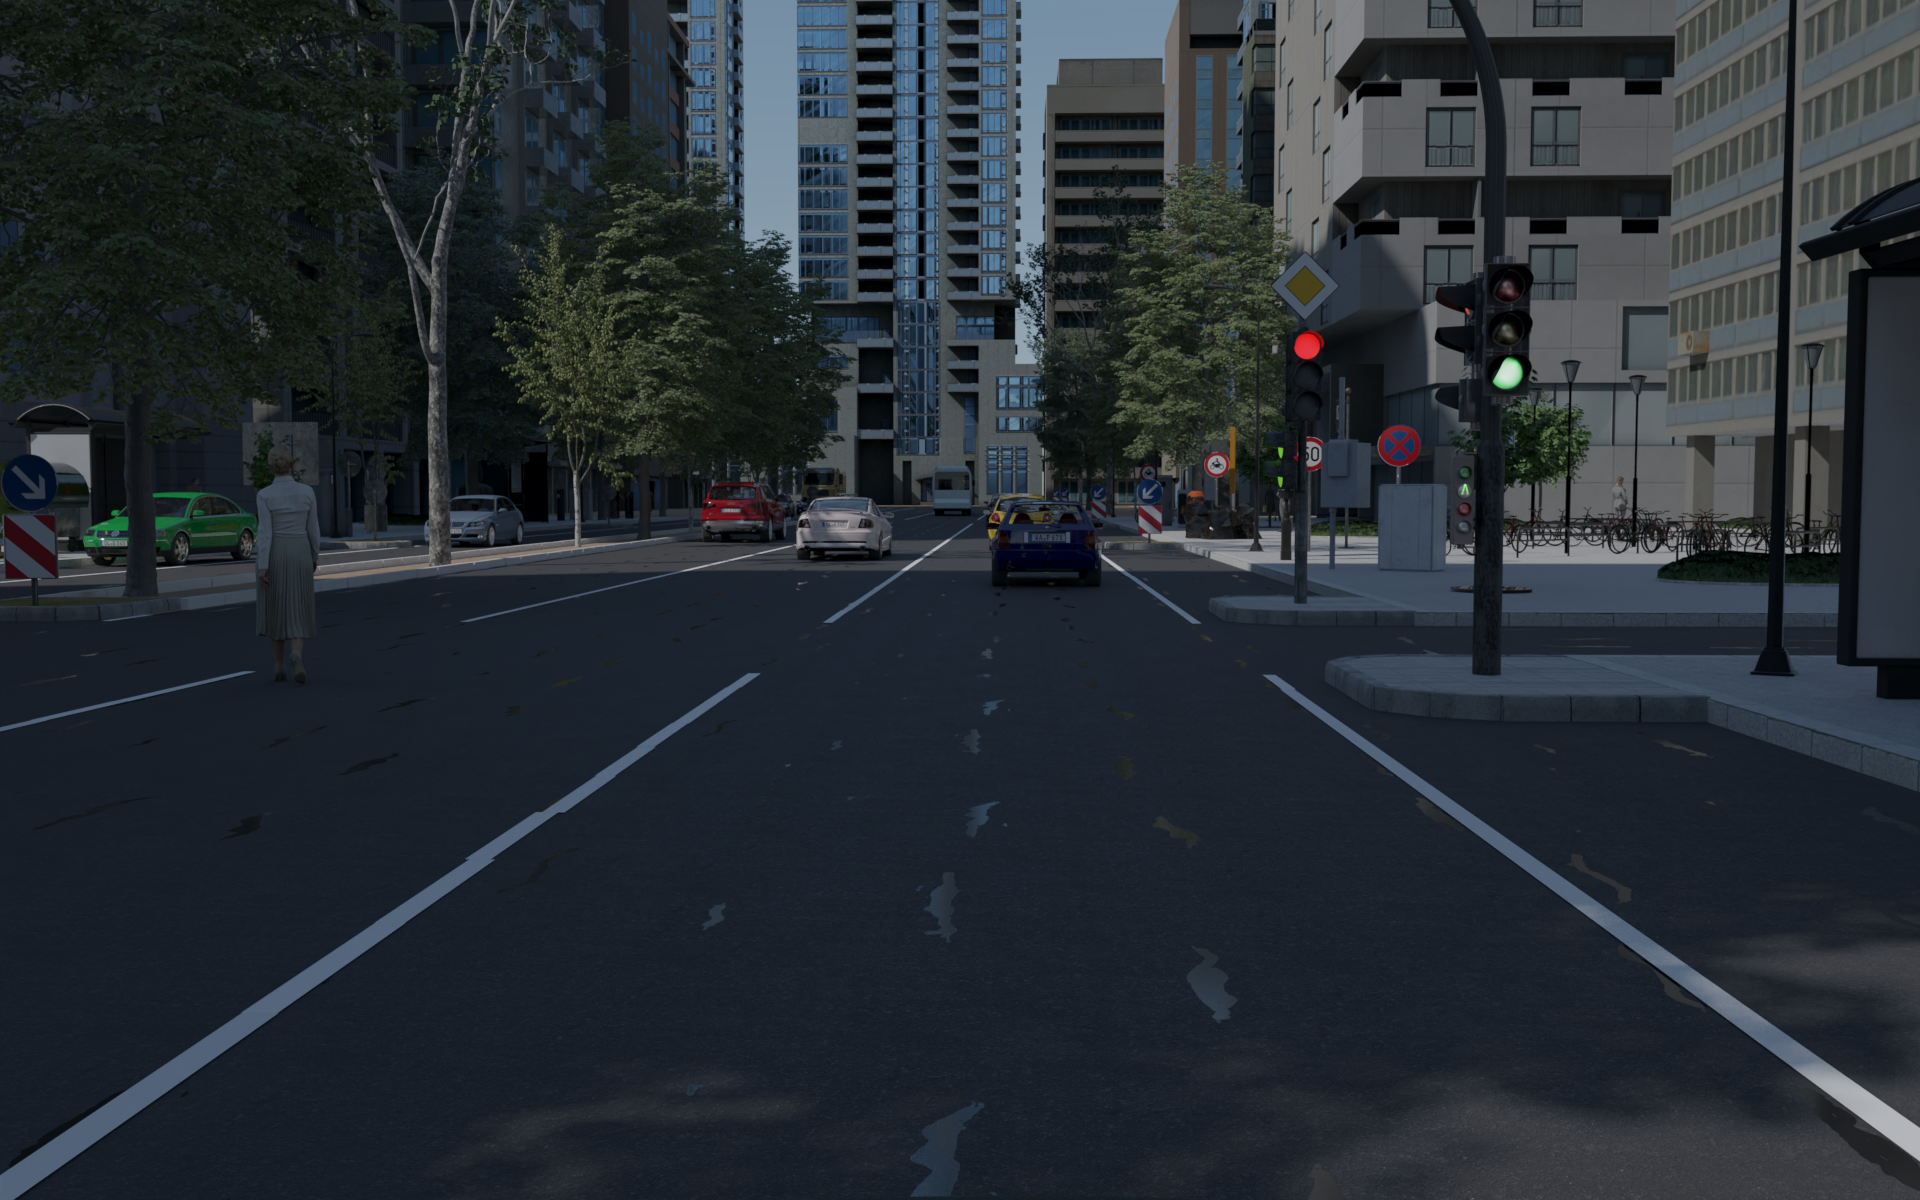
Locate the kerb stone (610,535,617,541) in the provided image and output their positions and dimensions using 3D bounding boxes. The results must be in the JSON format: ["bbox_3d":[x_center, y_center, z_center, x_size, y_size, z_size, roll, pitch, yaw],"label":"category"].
[{"bbox_3d":[-10.659,-1.861,52.619,0.120,0.150,1.000,0,4,2],"label":"kerb stone"}]

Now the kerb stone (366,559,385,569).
[{"bbox_3d":[-11.289,-0.669,33.138,0.120,0.150,1.000,0,4,2],"label":"kerb stone"}]

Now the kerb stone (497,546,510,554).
[{"bbox_3d":[-11.023,-1.172,41.353,0.120,0.150,1.000,0,4,2],"label":"kerb stone"}]

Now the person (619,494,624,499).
[{"bbox_3d":[-20.810,-5.986,103.919,1.348,1.823,0.705,-2,4,-29],"label":"person"}]

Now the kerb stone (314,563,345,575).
[{"bbox_3d":[-11.349,-0.542,31.093,0.120,0.150,1.000,0,4,2],"label":"kerb stone"}]

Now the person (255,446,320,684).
[{"bbox_3d":[-5.081,-0.268,13.101,0.478,1.798,0.641,-1,4,-23],"label":"person"}]

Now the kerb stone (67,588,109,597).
[{"bbox_3d":[-11.610,-0.043,22.902,0.120,0.150,1.000,0,4,2],"label":"kerb stone"}]

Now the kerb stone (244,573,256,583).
[{"bbox_3d":[-11.451,-0.356,28.020,0.120,0.150,1.000,0,4,2],"label":"kerb stone"}]

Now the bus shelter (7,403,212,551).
[{"bbox_3d":[-20.124,-2.903,41.383,2.014,3.302,5.546,0,4,2],"label":"bus shelter"}]

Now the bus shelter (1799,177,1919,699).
[{"bbox_3d":[6.240,-0.877,8.266,2.014,3.302,5.546,0,4,2],"label":"bus shelter"}]

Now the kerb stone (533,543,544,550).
[{"bbox_3d":[-10.924,-1.359,44.418,0.120,0.150,1.000,0,4,2],"label":"kerb stone"}]

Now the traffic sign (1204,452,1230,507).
[{"bbox_3d":[7.794,-3.210,52.592,0.768,2.556,0.104,1,4,8],"label":"traffic sign"}]

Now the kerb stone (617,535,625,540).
[{"bbox_3d":[-10.627,-1.921,53.641,0.120,0.150,1.000,0,4,2],"label":"kerb stone"}]

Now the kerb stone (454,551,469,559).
[{"bbox_3d":[-11.119,-0.982,38.270,0.120,0.150,1.000,0,4,2],"label":"kerb stone"}]

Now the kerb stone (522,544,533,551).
[{"bbox_3d":[-10.961,-1.297,43.397,0.120,0.150,1.000,0,4,2],"label":"kerb stone"}]

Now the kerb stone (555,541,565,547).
[{"bbox_3d":[-10.862,-1.480,46.479,0.120,0.150,1.000,0,4,2],"label":"kerb stone"}]

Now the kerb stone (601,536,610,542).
[{"bbox_3d":[-10.690,-1.798,51.597,0.120,0.150,1.000,0,4,2],"label":"kerb stone"}]

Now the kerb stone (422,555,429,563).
[{"bbox_3d":[-11.190,-0.854,36.225,0.120,0.150,1.000,0,4,2],"label":"kerb stone"}]

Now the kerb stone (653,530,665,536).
[{"bbox_3d":[-10.425,-2.299,59.793,0.120,0.150,1.000,0,4,2],"label":"kerb stone"}]

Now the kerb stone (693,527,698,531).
[{"bbox_3d":[-10.225,-2.676,65.956,0.120,0.150,1.000,0,4,2],"label":"kerb stone"}]

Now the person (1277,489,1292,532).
[{"bbox_3d":[10.875,-3.198,58.138,0.447,1.846,0.655,-2,4,-28],"label":"person"}]

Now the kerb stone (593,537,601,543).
[{"bbox_3d":[-10.723,-1.736,50.572,0.120,0.150,1.000,0,4,2],"label":"kerb stone"}]

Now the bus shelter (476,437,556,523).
[{"bbox_3d":[-18.877,-5.051,73.862,1.731,3.624,6.357,0,4,2],"label":"bus shelter"}]

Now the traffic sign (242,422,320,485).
[{"bbox_3d":[-19.221,-3.372,49.004,2.265,3.308,0.079,0,4,7],"label":"traffic sign"}]

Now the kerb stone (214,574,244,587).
[{"bbox_3d":[-11.479,-0.292,26.998,0.120,0.150,1.000,0,4,2],"label":"kerb stone"}]

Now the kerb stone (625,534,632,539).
[{"bbox_3d":[-10.588,-1.983,54.663,0.120,0.150,1.000,0,4,2],"label":"kerb stone"}]

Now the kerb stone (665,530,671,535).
[{"bbox_3d":[-10.396,-2.363,60.826,0.120,0.150,1.000,0,4,2],"label":"kerb stone"}]

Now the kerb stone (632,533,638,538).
[{"bbox_3d":[-10.562,-2.045,55.685,0.120,0.150,1.000,0,4,2],"label":"kerb stone"}]

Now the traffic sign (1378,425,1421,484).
[{"bbox_3d":[8.064,-1.942,31.860,0.768,2.556,0.104,1,4,11],"label":"traffic sign"}]

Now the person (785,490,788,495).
[{"bbox_3d":[-16.366,-9.576,163.522,0.530,1.710,0.541,2,4,32],"label":"person"}]

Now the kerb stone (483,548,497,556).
[{"bbox_3d":[-11.052,-1.106,40.325,0.120,0.150,1.000,0,4,2],"label":"kerb stone"}]

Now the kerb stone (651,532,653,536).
[{"bbox_3d":[-10.491,-2.165,57.747,0.120,0.150,1.000,0,4,2],"label":"kerb stone"}]

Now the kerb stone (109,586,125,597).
[{"bbox_3d":[-11.575,-0.106,23.932,0.120,0.150,1.000,0,4,2],"label":"kerb stone"}]

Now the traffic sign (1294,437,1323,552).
[{"bbox_3d":[7.787,-2.355,38.608,0.768,2.556,0.104,0,4,7],"label":"traffic sign"}]

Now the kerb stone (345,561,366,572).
[{"bbox_3d":[-11.318,-0.607,32.115,0.120,0.150,1.000,0,4,2],"label":"kerb stone"}]

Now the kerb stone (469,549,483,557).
[{"bbox_3d":[-11.089,-1.046,39.303,0.120,0.150,1.000,0,4,2],"label":"kerb stone"}]

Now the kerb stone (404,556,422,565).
[{"bbox_3d":[-11.216,-0.794,35.193,0.120,0.150,1.000,0,4,2],"label":"kerb stone"}]

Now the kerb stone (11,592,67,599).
[{"bbox_3d":[-11.644,0.025,21.881,0.120,0.150,1.000,0,4,2],"label":"kerb stone"}]

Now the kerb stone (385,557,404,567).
[{"bbox_3d":[-11.249,-0.732,34.164,0.120,0.150,1.000,0,4,2],"label":"kerb stone"}]

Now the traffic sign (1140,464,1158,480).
[{"bbox_3d":[7.953,-4.461,73.045,0.768,2.556,0.104,0,4,3],"label":"traffic sign"}]

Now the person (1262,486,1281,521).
[{"bbox_3d":[14.819,-4.605,81.556,0.699,1.804,1.509,-1,4,-14],"label":"person"}]

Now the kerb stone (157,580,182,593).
[{"bbox_3d":[-11.543,-0.169,24.954,0.120,0.150,1.000,0,4,2],"label":"kerb stone"}]

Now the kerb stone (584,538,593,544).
[{"bbox_3d":[-10.754,-1.669,49.545,0.120,0.150,1.000,0,4,2],"label":"kerb stone"}]

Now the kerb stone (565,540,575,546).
[{"bbox_3d":[-10.824,-1.548,47.500,0.120,0.150,1.000,0,4,2],"label":"kerb stone"}]

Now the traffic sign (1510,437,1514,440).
[{"bbox_3d":[8.339,-1.527,27.089,0.606,2.300,0.079,0,4,5],"label":"traffic sign"}]

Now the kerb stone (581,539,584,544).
[{"bbox_3d":[-10.791,-1.610,48.522,0.120,0.150,1.000,0,4,2],"label":"kerb stone"}]

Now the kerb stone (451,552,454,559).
[{"bbox_3d":[-11.159,-0.921,37.249,0.120,0.150,1.000,0,4,2],"label":"kerb stone"}]

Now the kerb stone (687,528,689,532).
[{"bbox_3d":[-10.270,-2.614,64.934,0.120,0.150,1.000,0,4,2],"label":"kerb stone"}]

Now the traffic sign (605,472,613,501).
[{"bbox_3d":[-18.908,-5.654,92.445,0.884,2.594,0.081,1,4,9],"label":"traffic sign"}]

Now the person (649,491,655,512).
[{"bbox_3d":[-22.683,-7.291,125.810,0.990,1.755,0.434,-1,4,-20],"label":"person"}]

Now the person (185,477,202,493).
[{"bbox_3d":[-25.148,-3.123,57.014,0.656,1.842,0.836,-2,4,-33],"label":"person"}]

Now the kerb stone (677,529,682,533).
[{"bbox_3d":[-10.326,-2.486,62.885,0.120,0.150,1.000,0,4,2],"label":"kerb stone"}]

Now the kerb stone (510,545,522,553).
[{"bbox_3d":[-10.983,-1.234,42.374,0.120,0.150,1.000,0,4,2],"label":"kerb stone"}]

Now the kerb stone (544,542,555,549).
[{"bbox_3d":[-10.887,-1.423,45.453,0.120,0.150,1.000,0,4,2],"label":"kerb stone"}]

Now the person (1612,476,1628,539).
[{"bbox_3d":[18.800,-2.622,49.189,0.573,1.790,0.520,-2,4,-34],"label":"person"}]

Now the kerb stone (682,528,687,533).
[{"bbox_3d":[-10.305,-2.551,63.909,0.120,0.150,1.000,0,4,2],"label":"kerb stone"}]

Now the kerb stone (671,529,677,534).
[{"bbox_3d":[-10.363,-2.421,61.853,0.120,0.150,1.000,0,4,2],"label":"kerb stone"}]

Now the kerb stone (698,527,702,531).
[{"bbox_3d":[-10.200,-2.739,66.978,0.120,0.150,1.000,0,4,2],"label":"kerb stone"}]

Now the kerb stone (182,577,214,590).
[{"bbox_3d":[-11.519,-0.231,25.976,0.120,0.150,1.000,0,4,2],"label":"kerb stone"}]
